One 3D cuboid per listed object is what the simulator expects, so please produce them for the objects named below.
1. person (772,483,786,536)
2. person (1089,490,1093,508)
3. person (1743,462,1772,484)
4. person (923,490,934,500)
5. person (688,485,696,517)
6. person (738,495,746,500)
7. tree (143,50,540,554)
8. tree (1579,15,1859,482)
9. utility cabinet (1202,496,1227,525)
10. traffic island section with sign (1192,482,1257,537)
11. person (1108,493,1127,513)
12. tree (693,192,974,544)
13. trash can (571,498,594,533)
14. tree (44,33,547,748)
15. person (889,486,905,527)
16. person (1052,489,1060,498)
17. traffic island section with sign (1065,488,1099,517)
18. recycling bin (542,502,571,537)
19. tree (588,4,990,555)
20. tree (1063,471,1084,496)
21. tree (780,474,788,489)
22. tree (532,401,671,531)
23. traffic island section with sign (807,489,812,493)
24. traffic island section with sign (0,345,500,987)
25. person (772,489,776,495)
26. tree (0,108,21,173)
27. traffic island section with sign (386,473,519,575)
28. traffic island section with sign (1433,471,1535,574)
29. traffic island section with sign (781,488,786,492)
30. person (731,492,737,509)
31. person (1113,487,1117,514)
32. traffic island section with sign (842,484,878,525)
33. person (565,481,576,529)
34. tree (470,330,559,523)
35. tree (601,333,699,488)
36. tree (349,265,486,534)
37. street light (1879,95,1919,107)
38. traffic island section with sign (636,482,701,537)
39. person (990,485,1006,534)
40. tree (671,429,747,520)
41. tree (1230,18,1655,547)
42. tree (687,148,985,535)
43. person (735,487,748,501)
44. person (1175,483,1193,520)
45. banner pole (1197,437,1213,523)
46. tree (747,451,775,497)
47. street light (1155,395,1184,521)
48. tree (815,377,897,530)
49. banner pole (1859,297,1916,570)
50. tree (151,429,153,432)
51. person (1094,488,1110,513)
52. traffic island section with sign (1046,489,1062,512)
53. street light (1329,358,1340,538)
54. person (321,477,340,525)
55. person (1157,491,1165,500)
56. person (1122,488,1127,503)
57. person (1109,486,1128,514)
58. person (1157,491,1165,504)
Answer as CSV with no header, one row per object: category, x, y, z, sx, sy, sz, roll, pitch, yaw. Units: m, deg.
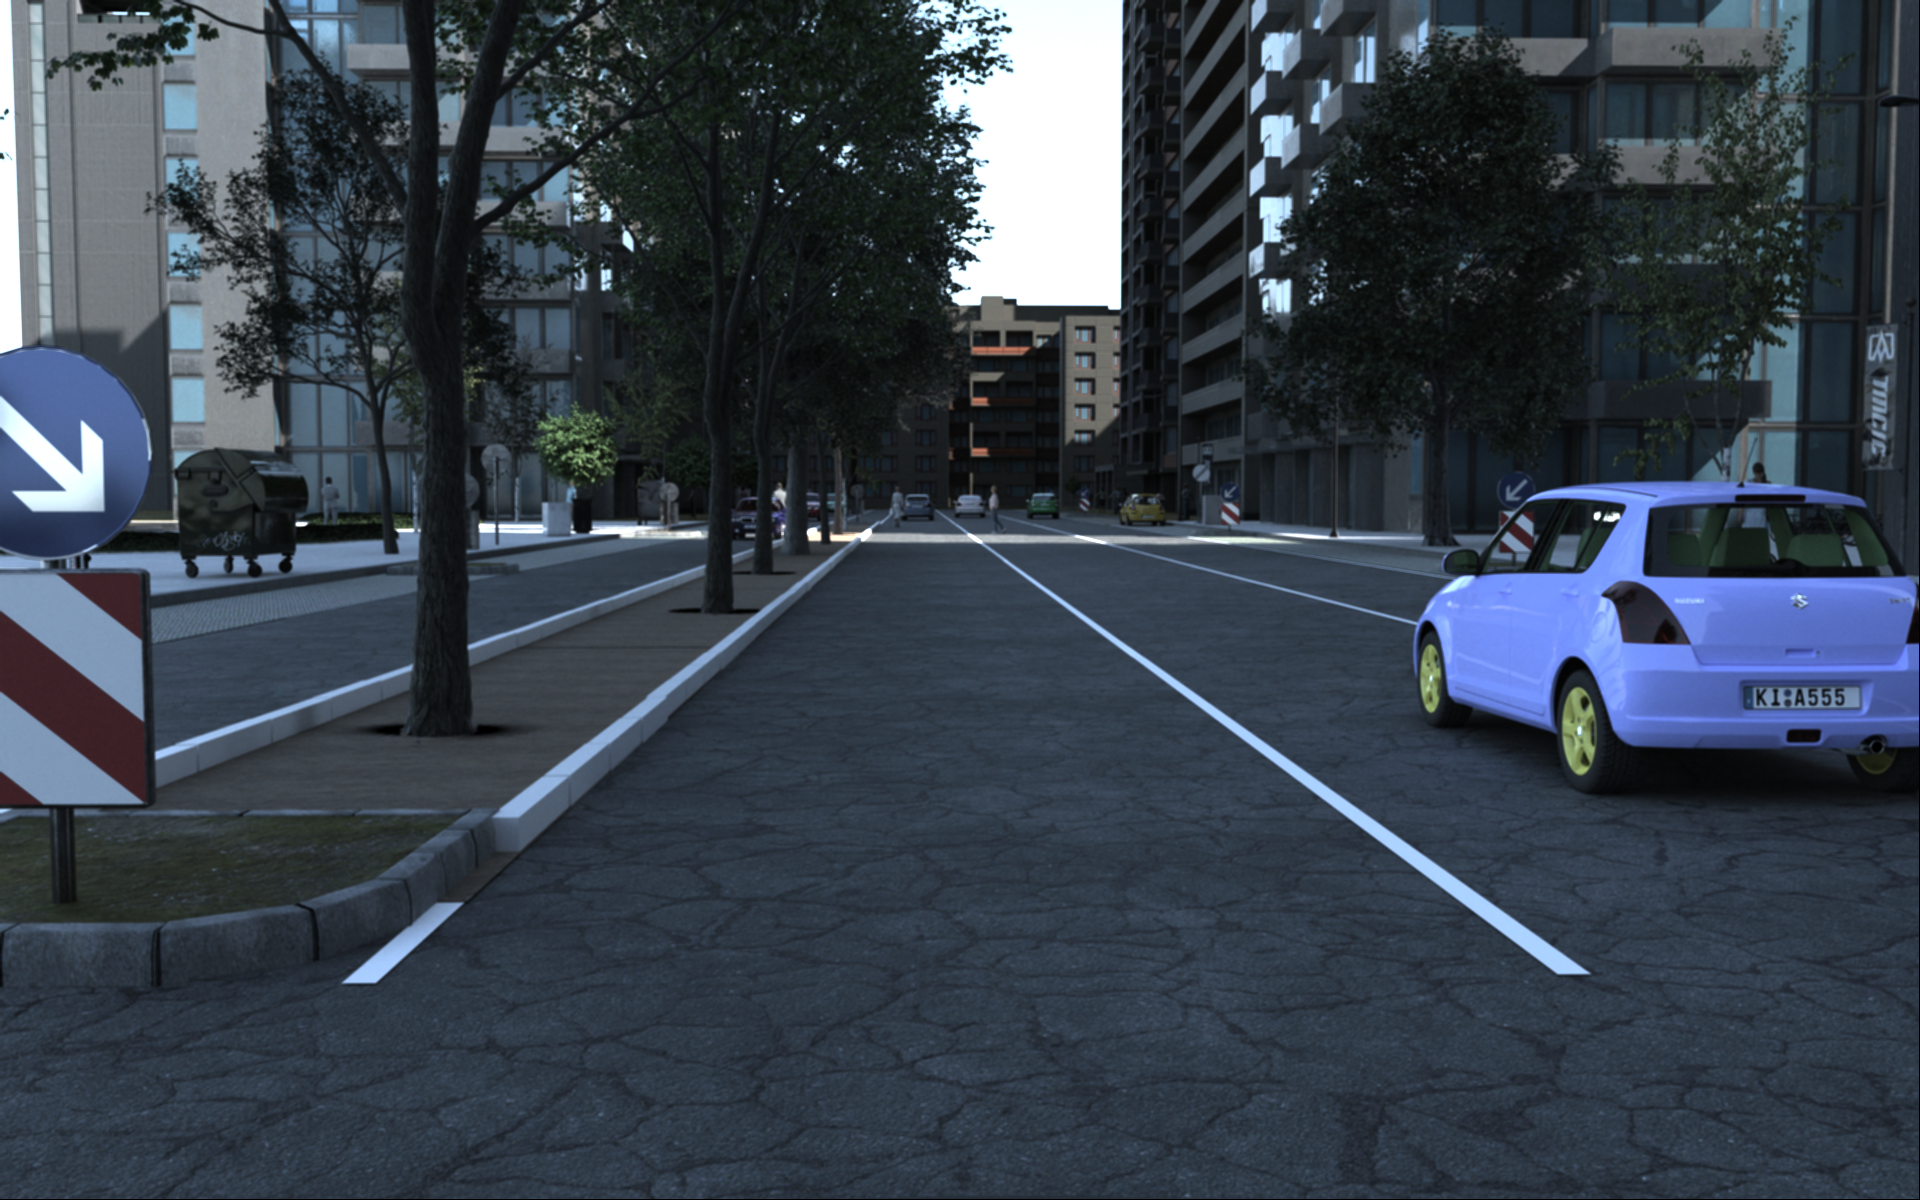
person,-6.056,-3.034,58.204,0.694,1.812,0.767,-2,4,-34
person,11.896,-9.198,157.898,0.415,1.643,0.593,2,4,30
person,13.360,-1.397,28.978,0.616,1.811,0.778,2,4,30
person,-2.925,-8.701,150.742,1.348,1.826,0.705,-2,4,-23
person,-15.008,-5.577,97.236,0.705,1.823,1.348,0,4,6
person,-15.719,-7.150,126.165,0.991,1.433,0.599,0,4,8
tree,-12.536,-6.272,36.960,7.601,10.594,8.767,1,4,13
tree,12.130,-4.719,27.513,4.737,8.622,4.395,0,3,0
utility cabinet,10.532,-3.695,71.577,1.020,1.237,0.306,-1,4,-21
traffic island section with sign,8.929,-3.070,58.824,1.989,1.847,2.006,0,4,-2
person,10.816,-6.910,119.027,1.348,1.822,0.705,0,4,-6
tree,-3.794,-6.869,49.182,8.767,10.594,7.601,0,4,-2
trash can,-12.332,-2.747,56.572,0.748,1.137,0.748,0,3,0
tree,-2.987,-4.994,9.857,9.928,11.665,9.643,0,3,0
person,-2.760,-4.082,75.594,0.694,1.780,0.624,1,4,17
person,8.353,-9.087,155.321,1.217,1.736,0.721,-1,4,-10
traffic island section with sign,7.616,-6.101,108.375,1.989,1.847,2.006,0,4,-2
recycling bin,-12.258,-2.450,52.604,0.722,1.027,0.722,-2,4,-26
tree,-3.867,-8.021,40.261,9.857,13.997,8.962,0,3,0
tree,9.367,-9.216,145.283,1.663,3.219,1.824,0,3,0
tree,-14.431,-9.294,146.553,1.663,3.219,1.824,0,3,0
tree,-13.404,-4.728,61.024,4.285,4.588,4.351,0,3,0
traffic island section with sign,-11.833,-7.765,135.582,1.989,1.847,2.006,0,4,-2
traffic island section with sign,-2.824,0.133,5.969,2.006,1.907,1.989,0,4,-2
person,-15.960,-8.729,149.321,0.990,1.755,0.434,-1,4,-20
tree,-11.750,-4.073,16.959,4.360,8.622,3.978,0,3,0
traffic island section with sign,-9.074,-1.383,31.248,1.989,1.847,2.006,0,4,-2
traffic island section with sign,9.659,-1.383,31.246,1.989,1.847,2.006,0,4,-2
traffic island section with sign,-11.123,-6.117,108.636,1.989,1.847,2.006,0,4,-2
person,-15.485,-6.694,116.209,1.217,1.735,0.721,-1,4,-14
person,10.124,-6.517,113.318,0.721,1.743,1.217,1,4,11
traffic island section with sign,-4.826,-4.461,81.081,2.006,1.907,1.989,0,4,-2
person,-14.290,-3.554,64.017,0.748,1.841,0.638,-2,4,-26
tree,-20.072,-7.816,78.155,4.360,8.622,3.978,0,3,0
tree,-13.420,-7.731,76.768,4.737,8.622,4.395,0,3,0
tree,-17.387,-6.455,55.905,4.737,8.622,4.395,0,3,0
street light,11.402,-2.924,20.354,1.470,5.913,1.316,0,4,-2
traffic island section with sign,-9.790,-3.040,58.333,1.989,1.847,2.006,0,4,-2
person,1.352,-3.213,61.704,0.598,1.740,0.731,0,4,1
tree,-13.358,-6.359,87.678,4.285,4.588,4.351,0,3,0
tree,11.828,-7.669,42.392,9.611,12.733,9.660,0,3,0
tree,-4.214,-8.991,59.826,12.009,13.543,11.850,0,3,0
person,-14.175,-6.465,112.448,0.721,1.736,1.217,2,4,35
person,11.062,-4.818,84.904,0.705,1.814,1.350,3,5,45
banner pole,10.669,-5.248,75.823,0.863,3.779,0.401,1,4,19
tree,-14.548,-7.585,107.722,4.285,4.588,4.351,0,3,0
street light,9.823,-6.645,81.183,1.470,5.913,1.316,0,4,-2
tree,-4.514,-7.071,68.427,4.737,8.622,4.395,0,3,0
banner pole,11.981,-1.976,22.323,0.401,3.779,0.863,-2,4,-25
tree,-24.299,-3.947,48.250,4.285,4.588,4.351,0,3,0
person,9.887,-6.955,120.539,1.217,1.735,0.721,0,4,-5
traffic island section with sign,6.893,-7.776,135.765,1.989,1.847,2.006,0,4,-2
street light,10.507,-4.794,50.915,1.470,5.913,1.316,0,4,-2
person,-18.998,-2.818,52.300,0.511,1.800,0.466,-1,4,-18
person,10.757,-5.199,94.243,0.799,1.438,0.628,0,4,1
person,11.557,-6.934,120.233,0.721,1.723,1.217,1,4,9
person,9.965,-6.284,108.867,1.350,1.814,0.705,-1,4,-20
person,11.440,-5.514,99.385,0.628,1.438,0.799,-1,4,-9
